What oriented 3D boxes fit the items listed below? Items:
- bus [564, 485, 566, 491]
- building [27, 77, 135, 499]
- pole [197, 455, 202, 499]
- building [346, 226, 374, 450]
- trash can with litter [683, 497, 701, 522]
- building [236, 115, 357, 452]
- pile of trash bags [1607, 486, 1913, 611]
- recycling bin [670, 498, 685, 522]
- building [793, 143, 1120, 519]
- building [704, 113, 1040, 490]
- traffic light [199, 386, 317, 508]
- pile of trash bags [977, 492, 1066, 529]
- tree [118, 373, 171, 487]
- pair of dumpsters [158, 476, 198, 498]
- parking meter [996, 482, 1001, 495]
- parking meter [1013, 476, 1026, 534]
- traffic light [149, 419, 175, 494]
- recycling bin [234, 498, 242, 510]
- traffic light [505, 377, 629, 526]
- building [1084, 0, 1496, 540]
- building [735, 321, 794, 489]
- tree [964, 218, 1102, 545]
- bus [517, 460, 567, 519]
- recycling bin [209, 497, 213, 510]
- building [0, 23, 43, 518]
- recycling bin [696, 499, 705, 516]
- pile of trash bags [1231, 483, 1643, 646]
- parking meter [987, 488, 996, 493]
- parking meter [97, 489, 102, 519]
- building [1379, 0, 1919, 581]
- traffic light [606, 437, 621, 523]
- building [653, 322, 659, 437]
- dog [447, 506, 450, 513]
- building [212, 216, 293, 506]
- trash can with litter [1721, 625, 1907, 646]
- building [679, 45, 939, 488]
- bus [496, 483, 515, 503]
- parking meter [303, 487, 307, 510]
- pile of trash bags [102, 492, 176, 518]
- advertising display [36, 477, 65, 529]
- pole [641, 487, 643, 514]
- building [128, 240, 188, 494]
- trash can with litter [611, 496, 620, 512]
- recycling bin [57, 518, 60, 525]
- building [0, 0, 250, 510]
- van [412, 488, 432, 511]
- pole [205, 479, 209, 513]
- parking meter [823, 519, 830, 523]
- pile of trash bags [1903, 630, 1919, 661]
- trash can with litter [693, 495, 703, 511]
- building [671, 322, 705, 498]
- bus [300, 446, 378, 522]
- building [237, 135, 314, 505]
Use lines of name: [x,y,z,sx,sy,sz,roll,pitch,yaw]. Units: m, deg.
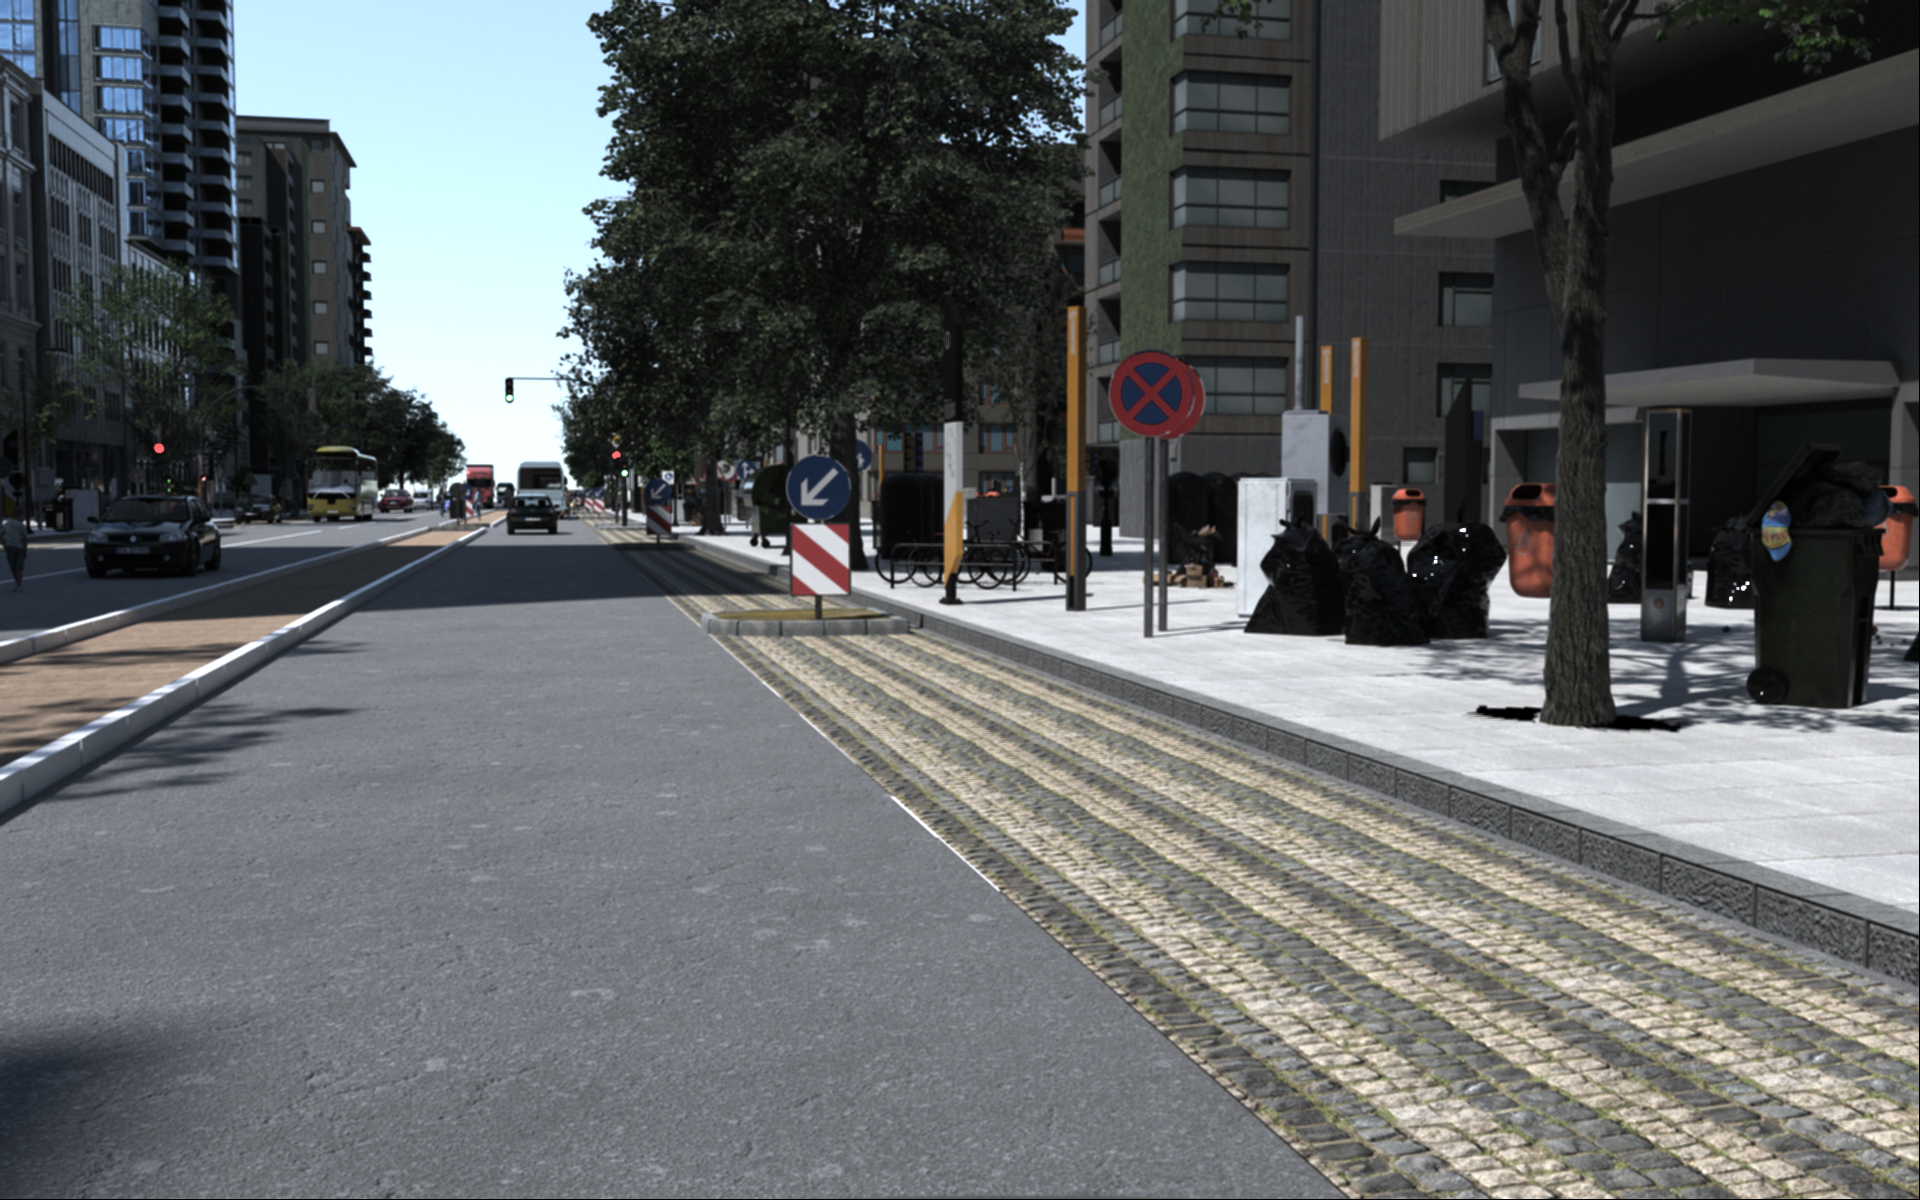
bus: [-38.509,-10.286,163.029,2.948,3.499,13.247,-1,4,-14]
building: [-60.109,-17.679,107.069,12.078,24.808,19.932,-1,4,-13]
pole: [-39.295,-5.851,89.511,0.158,3.312,0.155,0,3,0]
building: [-104.537,-37.783,272.383,22.147,44.769,28.867,-1,4,-13]
trash can with litter: [-12.094,-4.106,78.521,0.624,1.170,1.055,-3,5,-45]
building: [-100.817,-40.054,244.114,28.713,52.752,27.495,-1,4,-13]
pile of trash bags: [9.154,-0.624,19.948,1.912,1.369,3.447,-3,5,-44]
recycling bin: [-12.824,-4.102,79.625,0.722,1.027,0.722,0,4,-5]
building: [6.283,-15.919,105.320,28.899,21.520,27.650,-1,4,-13]
building: [-10.171,-29.900,180.741,32.217,40.220,23.993,-1,4,-13]
traffic light: [-29.585,-6.007,72.887,4.771,5.953,1.251,-1,4,-13]
pile of trash bags: [2.450,-3.321,64.050,3.447,1.369,1.912,2,4,30]
tree: [-49.091,-9.519,105.997,4.360,8.622,3.978,0,3,0]
pair of dumpsters: [-40.959,-5.396,90.713,1.574,2.255,4.437,-1,4,-13]
parking meter: [1.815,-4.623,81.297,0.255,1.863,0.399,0,3,0]
parking meter: [1.923,-3.072,55.944,0.255,1.863,0.399,3,4,37]
traffic light: [-29.762,-4.629,64.603,0.839,4.253,0.868,-1,4,-13]
recycling bin: [-45.570,-5.954,109.900,0.722,1.027,0.722,-3,5,-45]
traffic light: [-15.323,-5.701,67.879,4.771,5.953,1.251,-1,4,-13]
building: [11.210,-22.647,53.878,14.154,41.232,14.086,-1,4,-13]
building: [-2.204,-17.784,135.814,27.650,21.520,28.899,-1,4,-13]
tree: [1.578,-5.654,42.810,4.360,8.622,3.978,0,3,0]
bus: [-24.733,-6.584,102.513,2.948,3.499,13.247,-1,4,-13]
recycling bin: [-58.988,-7.522,135.538,0.722,1.027,0.722,3,5,39]
building: [-56.157,-18.423,87.127,13.634,28.700,20.117,-1,4,-13]
recycling bin: [-14.625,-5.163,96.975,0.722,1.027,0.722,3,5,40]
pile of trash bags: [4.064,-0.334,15.210,1.912,1.369,3.447,-2,4,-26]
parking meter: [1.309,-3.903,72.221,0.372,1.533,0.369,0,3,0]
parking meter: [-41.416,-4.569,83.108,0.372,1.533,0.369,0,3,0]
building: [24.780,-26.694,25.686,28.713,52.752,27.495,-1,4,-13]
traffic light: [-15.146,-5.342,76.269,0.839,4.253,0.868,-1,4,-13]
building: [-40.983,-41.251,294.065,23.786,49.044,30.456,-1,4,-13]
dog: [-39.111,-6.939,132.738,0.540,0.507,0.406,1,4,10]
building: [-77.378,-24.854,178.060,14.160,30.474,14.107,-1,4,-13]
trash can with litter: [7.868,-0.288,15.763,1.678,1.210,2.233,2,4,29]
building: [-17.885,-37.658,204.943,28.713,52.752,27.495,-1,4,-13]
bus: [-71.406,-16.957,272.112,2.948,3.499,13.247,-1,4,-15]
parking meter: [-54.172,-8.410,143.219,0.255,1.863,0.399,-2,4,-30]
pile of trash bags: [-40.456,-4.632,85.482,3.447,1.369,1.912,-2,4,-29]
advertising display: [-33.847,-3.623,64.453,0.974,1.923,0.123,-2,4,-35]
pole: [-20.660,-7.276,112.810,0.158,3.312,0.155,0,3,0]
building: [-63.107,-16.937,126.067,9.793,20.994,18.267,-1,4,-13]
trash can with litter: [-25.126,-7.052,126.694,0.624,1.170,1.055,-2,4,-30]
recycling bin: [-37.470,-3.682,72.748,0.722,1.027,0.722,3,5,40]
building: [-76.277,-51.425,153.478,22.319,86.520,31.000,-1,4,-13]
van: [-47.227,-8.864,151.940,2.013,2.044,4.112,-1,4,-12]
pole: [-41.137,-6.158,94.519,0.158,3.312,0.155,0,3,0]
parking meter: [-3.394,-2.433,45.490,0.255,1.863,0.399,3,5,41]
pile of trash bags: [8.415,-0.146,12.139,1.912,1.369,3.447,-1,4,-10]
trash can with litter: [-14.702,-5.101,94.462,2.233,1.210,1.678,-2,4,-26]
building: [-34.873,-37.345,265.215,22.147,44.769,28.867,-1,4,-13]
bus: [-32.870,-6.163,92.320,2.896,3.916,12.252,-1,4,-14]
building: [-80.080,-31.068,191.552,14.154,41.232,14.086,-1,4,-13]
